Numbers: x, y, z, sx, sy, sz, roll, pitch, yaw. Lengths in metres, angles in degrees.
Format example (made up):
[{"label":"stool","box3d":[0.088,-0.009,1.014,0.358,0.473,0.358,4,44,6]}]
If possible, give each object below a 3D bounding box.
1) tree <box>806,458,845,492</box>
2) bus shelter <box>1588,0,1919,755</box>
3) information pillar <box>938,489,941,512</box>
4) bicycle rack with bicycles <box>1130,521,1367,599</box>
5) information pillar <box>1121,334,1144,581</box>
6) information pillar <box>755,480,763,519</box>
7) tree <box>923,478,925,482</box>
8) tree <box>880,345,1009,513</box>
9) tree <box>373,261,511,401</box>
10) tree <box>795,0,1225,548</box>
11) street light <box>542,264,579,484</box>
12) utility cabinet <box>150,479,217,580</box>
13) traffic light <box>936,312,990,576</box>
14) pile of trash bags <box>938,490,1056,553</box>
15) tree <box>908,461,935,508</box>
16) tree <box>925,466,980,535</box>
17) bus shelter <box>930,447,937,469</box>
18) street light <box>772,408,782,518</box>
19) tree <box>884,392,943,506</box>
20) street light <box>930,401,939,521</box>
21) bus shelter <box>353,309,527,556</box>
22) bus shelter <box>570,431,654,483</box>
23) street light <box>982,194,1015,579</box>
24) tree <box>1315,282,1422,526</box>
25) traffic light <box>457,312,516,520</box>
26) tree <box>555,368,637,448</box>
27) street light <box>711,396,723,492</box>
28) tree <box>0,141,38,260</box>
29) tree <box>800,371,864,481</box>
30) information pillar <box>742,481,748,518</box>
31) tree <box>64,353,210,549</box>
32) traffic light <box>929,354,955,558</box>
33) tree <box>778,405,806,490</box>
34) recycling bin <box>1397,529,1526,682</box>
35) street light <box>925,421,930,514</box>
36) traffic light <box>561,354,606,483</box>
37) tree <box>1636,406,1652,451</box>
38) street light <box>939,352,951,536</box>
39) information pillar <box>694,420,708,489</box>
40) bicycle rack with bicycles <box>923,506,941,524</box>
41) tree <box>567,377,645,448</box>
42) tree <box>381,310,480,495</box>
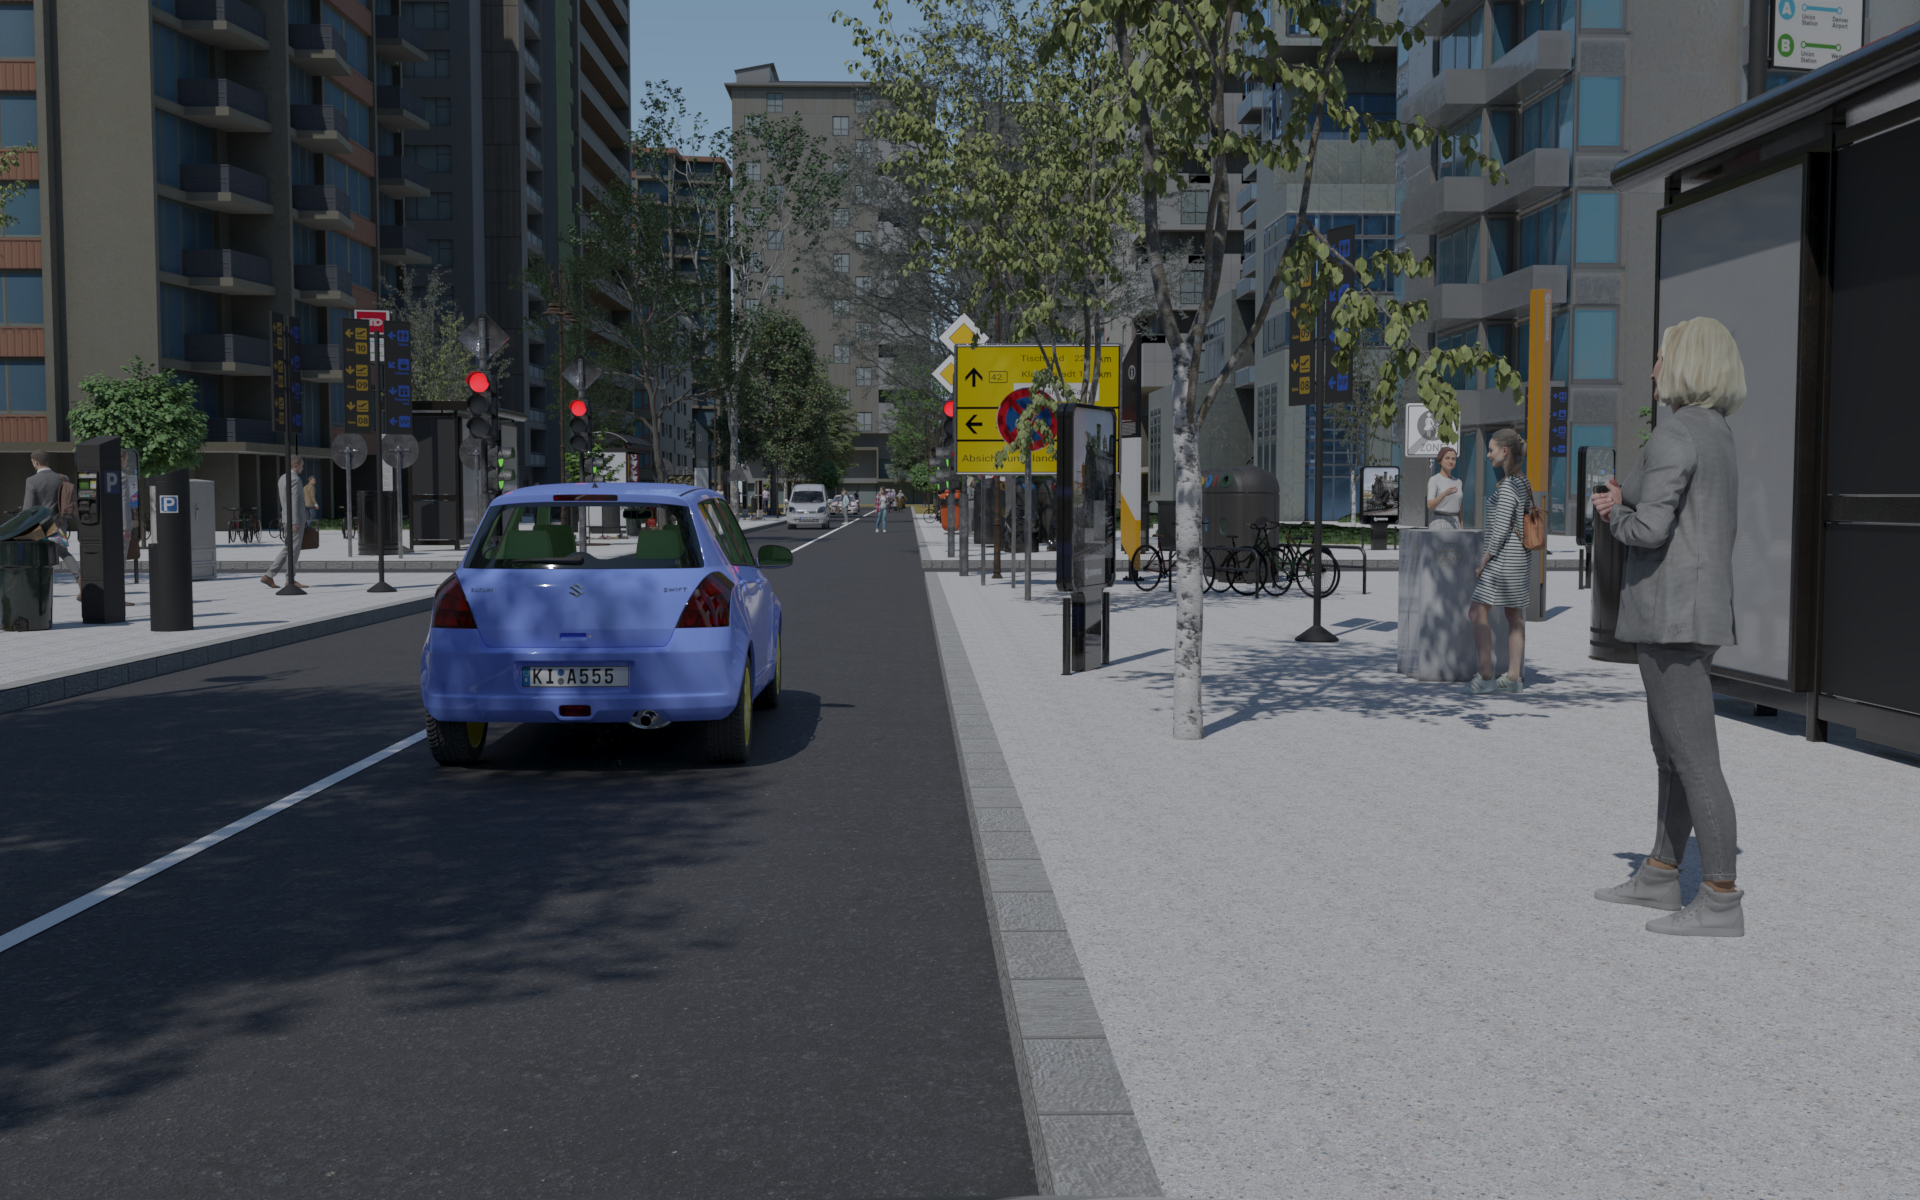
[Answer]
[{"label":"tree","box3d":[-11.526,-10.040,147.875,4.285,4.588,4.351,0,3,0]},{"label":"bus shelter","box3d":[5.186,-1.937,9.307,2.179,5.291,8.768,0,4,-2]},{"label":"information pillar","box3d":[-0.957,-4.963,85.642,0.304,2.012,0.304,0,4,2]},{"label":"bicycle rack with bicycles","box3d":[3.930,-0.541,22.224,2.852,0.926,2.925,-2,4,-29]},{"label":"information pillar","box3d":[2.532,-2.092,25.566,0.183,3.616,0.504,-1,4,-22]},{"label":"information pillar","box3d":[-10.433,-5.217,89.786,0.304,2.012,0.304,3,5,45]},{"label":"tree","box3d":[-1.179,-6.114,94.567,1.663,3.219,1.824,0,3,0]},{"label":"tree","box3d":[-1.716,-11.832,119.211,9.928,11.665,9.643,0,3,0]},{"label":"tree","box3d":[-16.725,-6.413,55.211,4.360,8.622,3.978,0,3,0]},{"label":"tree","box3d":[1.174,-7.994,41.075,12.009,13.543,11.850,0,3,0]},{"label":"street light","box3d":[-8.018,-3.800,34.912,0.468,5.910,1.993,0,4,-2]},{"label":"utility cabinet","box3d":[-11.377,-1.024,25.415,0.318,1.500,1.173,0,4,8]},{"label":"traffic light","box3d":[0.042,-2.325,26.935,0.839,4.253,0.868,0,4,-2]},{"label":"pile of trash bags","box3d":[1.194,-1.764,38.592,3.447,1.369,1.912,1,4,10]},{"label":"tree","box3d":[-3.392,-11.124,165.583,4.285,4.588,4.351,0,3,0]},{"label":"tree","box3d":[-0.026,-3.704,55.154,1.663,3.219,1.824,0,3,0]},{"label":"bus shelter","box3d":[-0.667,-6.019,89.700,1.731,3.624,6.357,0,4,-2]},{"label":"street light","box3d":[-9.669,-7.274,91.716,0.468,5.910,1.993,0,4,-2]},{"label":"tree","box3d":[-3.588,-16.291,183.363,9.611,12.733,9.660,0,3,0]},{"label":"street light","box3d":[-1.050,-6.623,81.073,0.468,5.910,1.993,0,4,-2]},{"label":"bus shelter","box3d":[-12.114,-3.833,40.303,2.179,5.291,8.768,0,4,-2]},{"label":"bus shelter","box3d":[-11.558,-3.937,58.297,2.014,3.302,5.546,0,4,-2]},{"label":"street light","box3d":[0.565,-3.262,26.119,0.468,5.910,1.993,0,4,-2]},{"label":"tree","box3d":[13.328,-6.599,58.258,4.360,8.622,3.978,0,3,0]},{"label":"traffic light","box3d":[-7.315,-2.311,26.700,0.839,4.253,0.868,0,4,-2]},{"label":"tree","box3d":[-19.055,-8.565,90.405,4.737,8.622,4.395,0,3,0]},{"label":"street light","box3d":[-8.948,-5.537,63.311,0.468,5.910,1.993,0,4,-2]},{"label":"tree","box3d":[-14.809,-4.424,22.694,4.737,8.622,4.395,0,3,0]},{"label":"tree","box3d":[-12.629,-14.747,159.233,7.486,12.596,7.792,0,3,0]},{"label":"information pillar","box3d":[-11.773,-5.524,94.809,0.304,2.012,0.304,0,4,-1]},{"label":"tree","box3d":[-19.233,-3.486,40.704,4.285,4.588,4.351,0,3,0]},{"label":"traffic light","box3d":[-0.196,-2.813,34.916,0.839,4.253,0.868,0,4,-2]},{"label":"tree","box3d":[-11.870,-10.500,122.043,4.360,8.622,3.978,0,3,0]},{"label":"recycling bin","box3d":[3.509,0.025,12.148,0.722,1.027,0.722,0,4,1]},{"label":"street light","box3d":[-1.975,-8.373,109.692,0.468,5.910,1.993,0,4,-2]},{"label":"traffic light","box3d":[-7.553,-2.799,34.682,0.839,4.253,0.868,0,4,-2]},{"label":"tree","box3d":[17.571,-3.450,40.116,4.285,4.588,4.351,0,3,0]},{"label":"street light","box3d":[-0.297,-4.886,52.669,0.468,5.910,1.993,0,4,-2]},{"label":"information pillar","box3d":[-8.199,-3.883,54.848,0.504,3.616,0.183,-3,5,-44]},{"label":"bicycle rack with bicycles","box3d":[-0.142,-3.812,75.700,2.925,0.926,2.852,0,4,-1]},{"label":"tree","box3d":[-20.004,-9.078,98.792,4.360,8.622,3.978,0,3,0]},{"label":"tree","box3d":[-20.654,-7.231,68.581,4.737,8.622,4.395,0,3,0]}]
